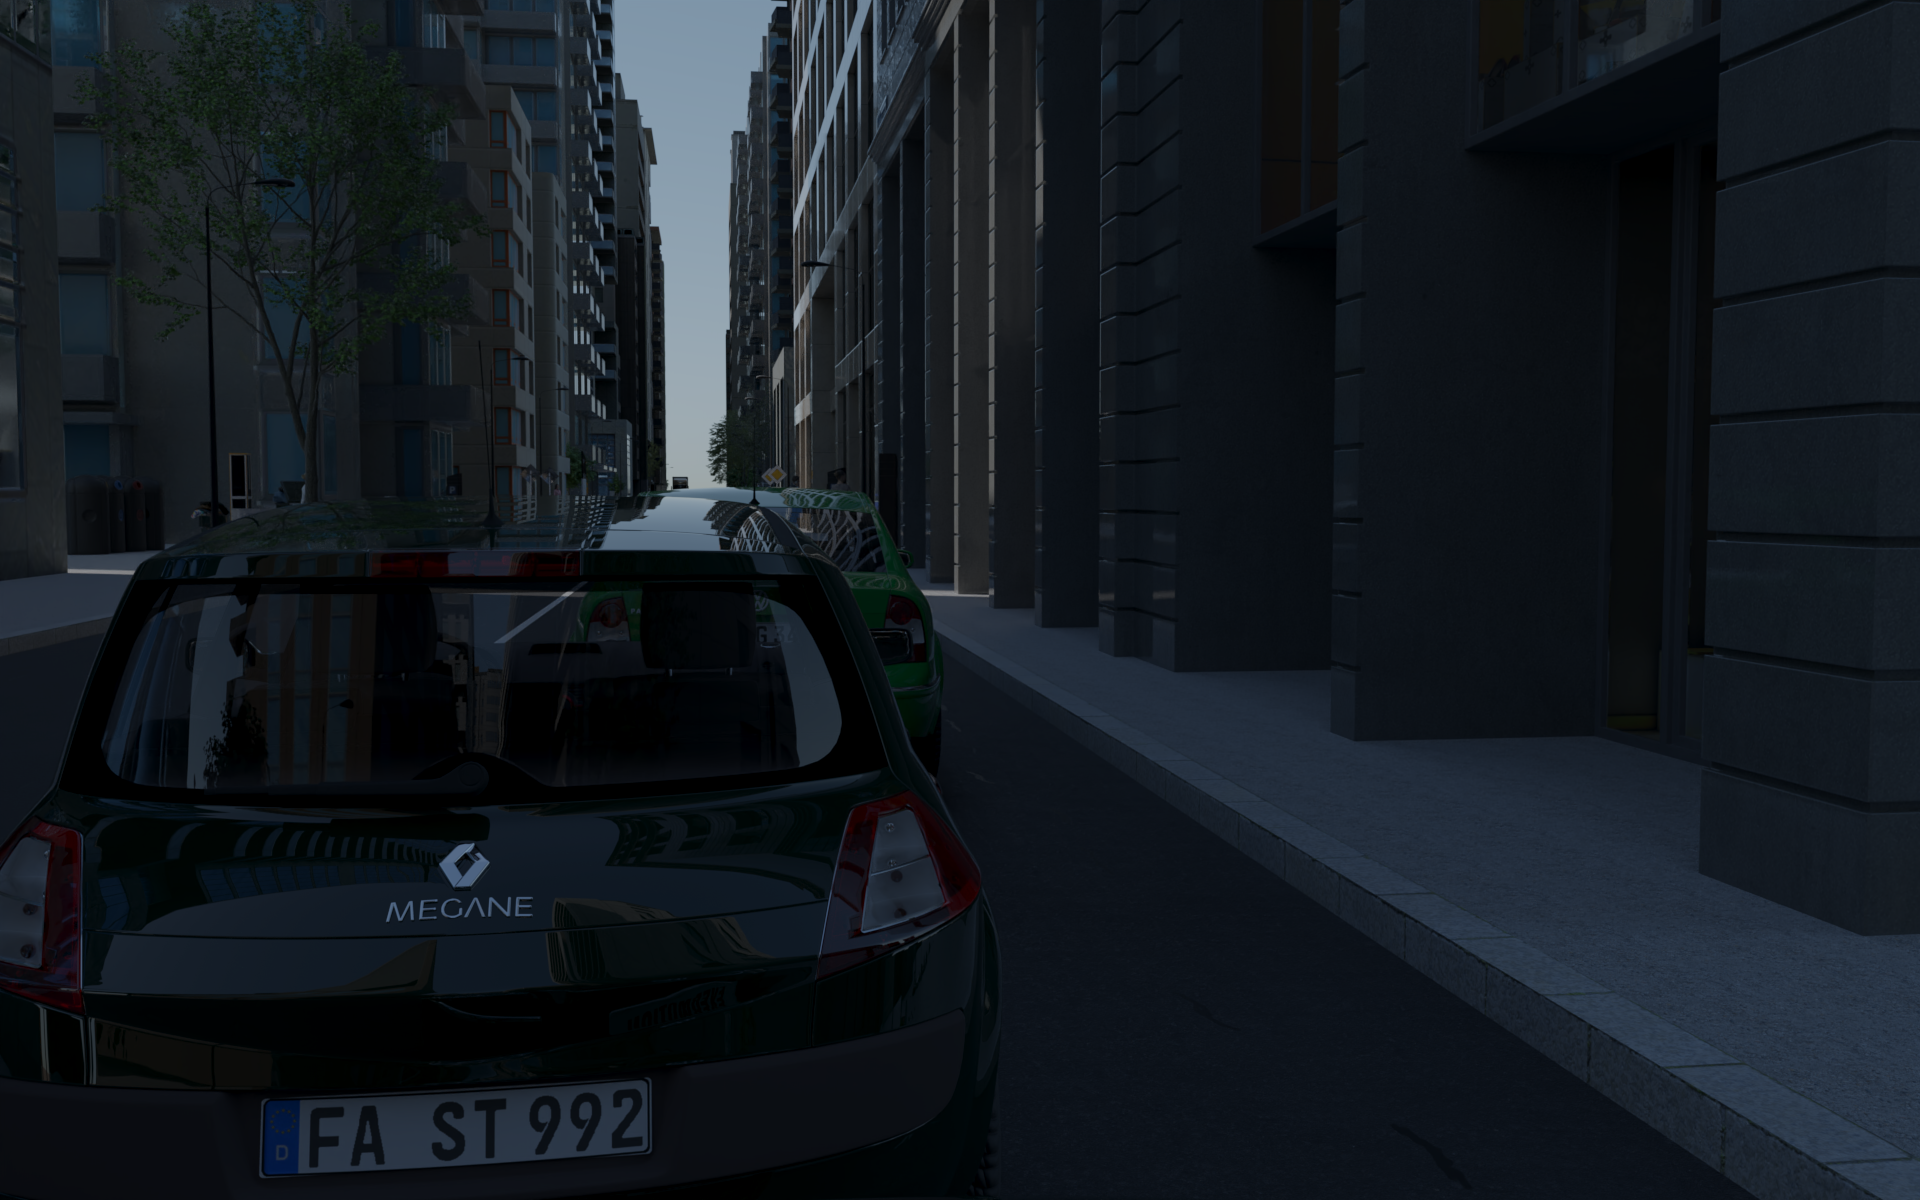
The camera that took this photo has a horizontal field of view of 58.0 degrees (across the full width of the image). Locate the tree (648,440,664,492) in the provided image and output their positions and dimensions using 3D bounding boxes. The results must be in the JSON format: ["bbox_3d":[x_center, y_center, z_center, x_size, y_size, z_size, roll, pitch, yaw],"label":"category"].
[{"bbox_3d":[-40.583,-16.800,225.045,4.737,8.622,4.395,0,3,0],"label":"tree"}]

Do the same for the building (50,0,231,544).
[{"bbox_3d":[-30.549,-26.418,51.536,30.456,49.044,23.786,-1,4,-8],"label":"building"}]

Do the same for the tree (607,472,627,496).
[{"bbox_3d":[-29.313,-9.347,147.419,1.663,3.219,1.824,0,3,0],"label":"tree"}]

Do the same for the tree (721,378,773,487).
[{"bbox_3d":[-12.588,-9.642,108.012,4.360,8.622,3.978,0,3,0],"label":"tree"}]

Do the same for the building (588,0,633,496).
[{"bbox_3d":[-42.024,-51.880,160.910,22.319,86.520,31.000,-1,4,-8],"label":"building"}]

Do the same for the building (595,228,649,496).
[{"bbox_3d":[-40.959,-25.334,185.907,14.160,30.474,14.107,-1,4,-8],"label":"building"}]

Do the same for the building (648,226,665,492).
[{"bbox_3d":[-58.022,-37.810,272.817,22.147,44.769,28.867,-1,4,-8],"label":"building"}]

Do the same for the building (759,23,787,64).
[{"bbox_3d":[-10.824,-34.371,181.567,23.786,49.044,30.456,-1,4,-8],"label":"building"}]

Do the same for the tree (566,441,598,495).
[{"bbox_3d":[-23.855,-7.439,105.346,4.285,4.588,4.351,0,3,0],"label":"tree"}]

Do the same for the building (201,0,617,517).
[{"bbox_3d":[-37.660,-30.932,125.353,23.786,49.044,30.456,-1,4,-8],"label":"building"}]

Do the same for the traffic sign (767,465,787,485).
[{"bbox_3d":[-7.166,-4.035,68.158,0.795,2.593,0.064,-1,4,-8],"label":"traffic sign"}]

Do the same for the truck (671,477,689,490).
[{"bbox_3d":[-45.172,-17.787,279.724,2.839,4.237,11.283,-1,4,-8],"label":"truck"}]

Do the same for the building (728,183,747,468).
[{"bbox_3d":[-23.313,-38.730,256.937,21.300,48.544,21.600,-1,4,-8],"label":"building"}]

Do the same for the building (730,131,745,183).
[{"bbox_3d":[-26.439,-45.217,281.299,21.231,58.520,28.212,-1,4,-8],"label":"building"}]

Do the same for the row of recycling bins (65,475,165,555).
[{"bbox_3d":[-18.576,-1.892,38.040,1.069,1.692,3.534,0,4,-1],"label":"row of recycling bins"}]

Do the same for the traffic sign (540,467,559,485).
[{"bbox_3d":[-17.712,-4.436,74.722,0.795,2.593,0.064,-1,4,-8],"label":"traffic sign"}]

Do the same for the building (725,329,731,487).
[{"bbox_3d":[-33.792,-32.461,302.433,14.160,30.474,14.107,-1,4,-8],"label":"building"}]

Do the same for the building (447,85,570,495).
[{"bbox_3d":[-34.731,-14.734,85.936,27.650,21.520,28.899,-1,4,-8],"label":"building"}]

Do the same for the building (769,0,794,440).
[{"bbox_3d":[-3.690,-29.536,137.538,22.147,44.769,28.867,-1,4,-8],"label":"building"}]

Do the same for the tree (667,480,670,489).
[{"bbox_3d":[-53.163,-19.790,307.273,4.285,4.588,4.351,0,3,0],"label":"tree"}]

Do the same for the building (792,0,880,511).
[{"bbox_3d":[5.415,-15.157,52.333,19.350,26.468,34.151,-1,4,-8],"label":"building"}]

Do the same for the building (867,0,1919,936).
[{"bbox_3d":[5.834,-14.797,19.429,11.434,29.767,29.804,-1,4,-8],"label":"building"}]

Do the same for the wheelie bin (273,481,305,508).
[{"bbox_3d":[-15.765,-2.019,40.919,0.693,1.594,0.980,3,5,39],"label":"wheelie bin"}]

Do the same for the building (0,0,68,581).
[{"bbox_3d":[-21.377,-42.586,8.956,22.319,86.520,31.000,-1,4,-8],"label":"building"}]

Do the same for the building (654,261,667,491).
[{"bbox_3d":[-57.364,-37.375,294.681,14.154,41.232,14.086,-1,4,-8],"label":"building"}]

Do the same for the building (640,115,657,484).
[{"bbox_3d":[-57.113,-39.983,242.958,28.713,52.752,27.495,-1,4,-8],"label":"building"}]

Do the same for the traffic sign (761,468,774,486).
[{"bbox_3d":[-8.313,-4.518,76.061,0.795,2.593,0.064,-1,4,-8],"label":"traffic sign"}]

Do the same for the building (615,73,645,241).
[{"bbox_3d":[-47.865,-35.392,202.364,21.300,48.544,21.600,-1,4,-8],"label":"building"}]

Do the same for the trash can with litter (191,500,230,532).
[{"bbox_3d":[-15.311,-1.489,35.725,0.624,1.170,1.055,0,4,4],"label":"trash can with litter"}]

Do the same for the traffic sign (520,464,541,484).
[{"bbox_3d":[-16.565,-3.953,66.820,0.795,2.593,0.064,-1,4,-8],"label":"traffic sign"}]

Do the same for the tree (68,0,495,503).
[{"bbox_3d":[-13.822,-6.755,36.197,9.928,11.665,9.643,0,3,0],"label":"tree"}]

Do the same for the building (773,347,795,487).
[{"bbox_3d":[6.039,-47.342,86.715,31.000,86.520,22.319,-1,4,-8],"label":"building"}]
